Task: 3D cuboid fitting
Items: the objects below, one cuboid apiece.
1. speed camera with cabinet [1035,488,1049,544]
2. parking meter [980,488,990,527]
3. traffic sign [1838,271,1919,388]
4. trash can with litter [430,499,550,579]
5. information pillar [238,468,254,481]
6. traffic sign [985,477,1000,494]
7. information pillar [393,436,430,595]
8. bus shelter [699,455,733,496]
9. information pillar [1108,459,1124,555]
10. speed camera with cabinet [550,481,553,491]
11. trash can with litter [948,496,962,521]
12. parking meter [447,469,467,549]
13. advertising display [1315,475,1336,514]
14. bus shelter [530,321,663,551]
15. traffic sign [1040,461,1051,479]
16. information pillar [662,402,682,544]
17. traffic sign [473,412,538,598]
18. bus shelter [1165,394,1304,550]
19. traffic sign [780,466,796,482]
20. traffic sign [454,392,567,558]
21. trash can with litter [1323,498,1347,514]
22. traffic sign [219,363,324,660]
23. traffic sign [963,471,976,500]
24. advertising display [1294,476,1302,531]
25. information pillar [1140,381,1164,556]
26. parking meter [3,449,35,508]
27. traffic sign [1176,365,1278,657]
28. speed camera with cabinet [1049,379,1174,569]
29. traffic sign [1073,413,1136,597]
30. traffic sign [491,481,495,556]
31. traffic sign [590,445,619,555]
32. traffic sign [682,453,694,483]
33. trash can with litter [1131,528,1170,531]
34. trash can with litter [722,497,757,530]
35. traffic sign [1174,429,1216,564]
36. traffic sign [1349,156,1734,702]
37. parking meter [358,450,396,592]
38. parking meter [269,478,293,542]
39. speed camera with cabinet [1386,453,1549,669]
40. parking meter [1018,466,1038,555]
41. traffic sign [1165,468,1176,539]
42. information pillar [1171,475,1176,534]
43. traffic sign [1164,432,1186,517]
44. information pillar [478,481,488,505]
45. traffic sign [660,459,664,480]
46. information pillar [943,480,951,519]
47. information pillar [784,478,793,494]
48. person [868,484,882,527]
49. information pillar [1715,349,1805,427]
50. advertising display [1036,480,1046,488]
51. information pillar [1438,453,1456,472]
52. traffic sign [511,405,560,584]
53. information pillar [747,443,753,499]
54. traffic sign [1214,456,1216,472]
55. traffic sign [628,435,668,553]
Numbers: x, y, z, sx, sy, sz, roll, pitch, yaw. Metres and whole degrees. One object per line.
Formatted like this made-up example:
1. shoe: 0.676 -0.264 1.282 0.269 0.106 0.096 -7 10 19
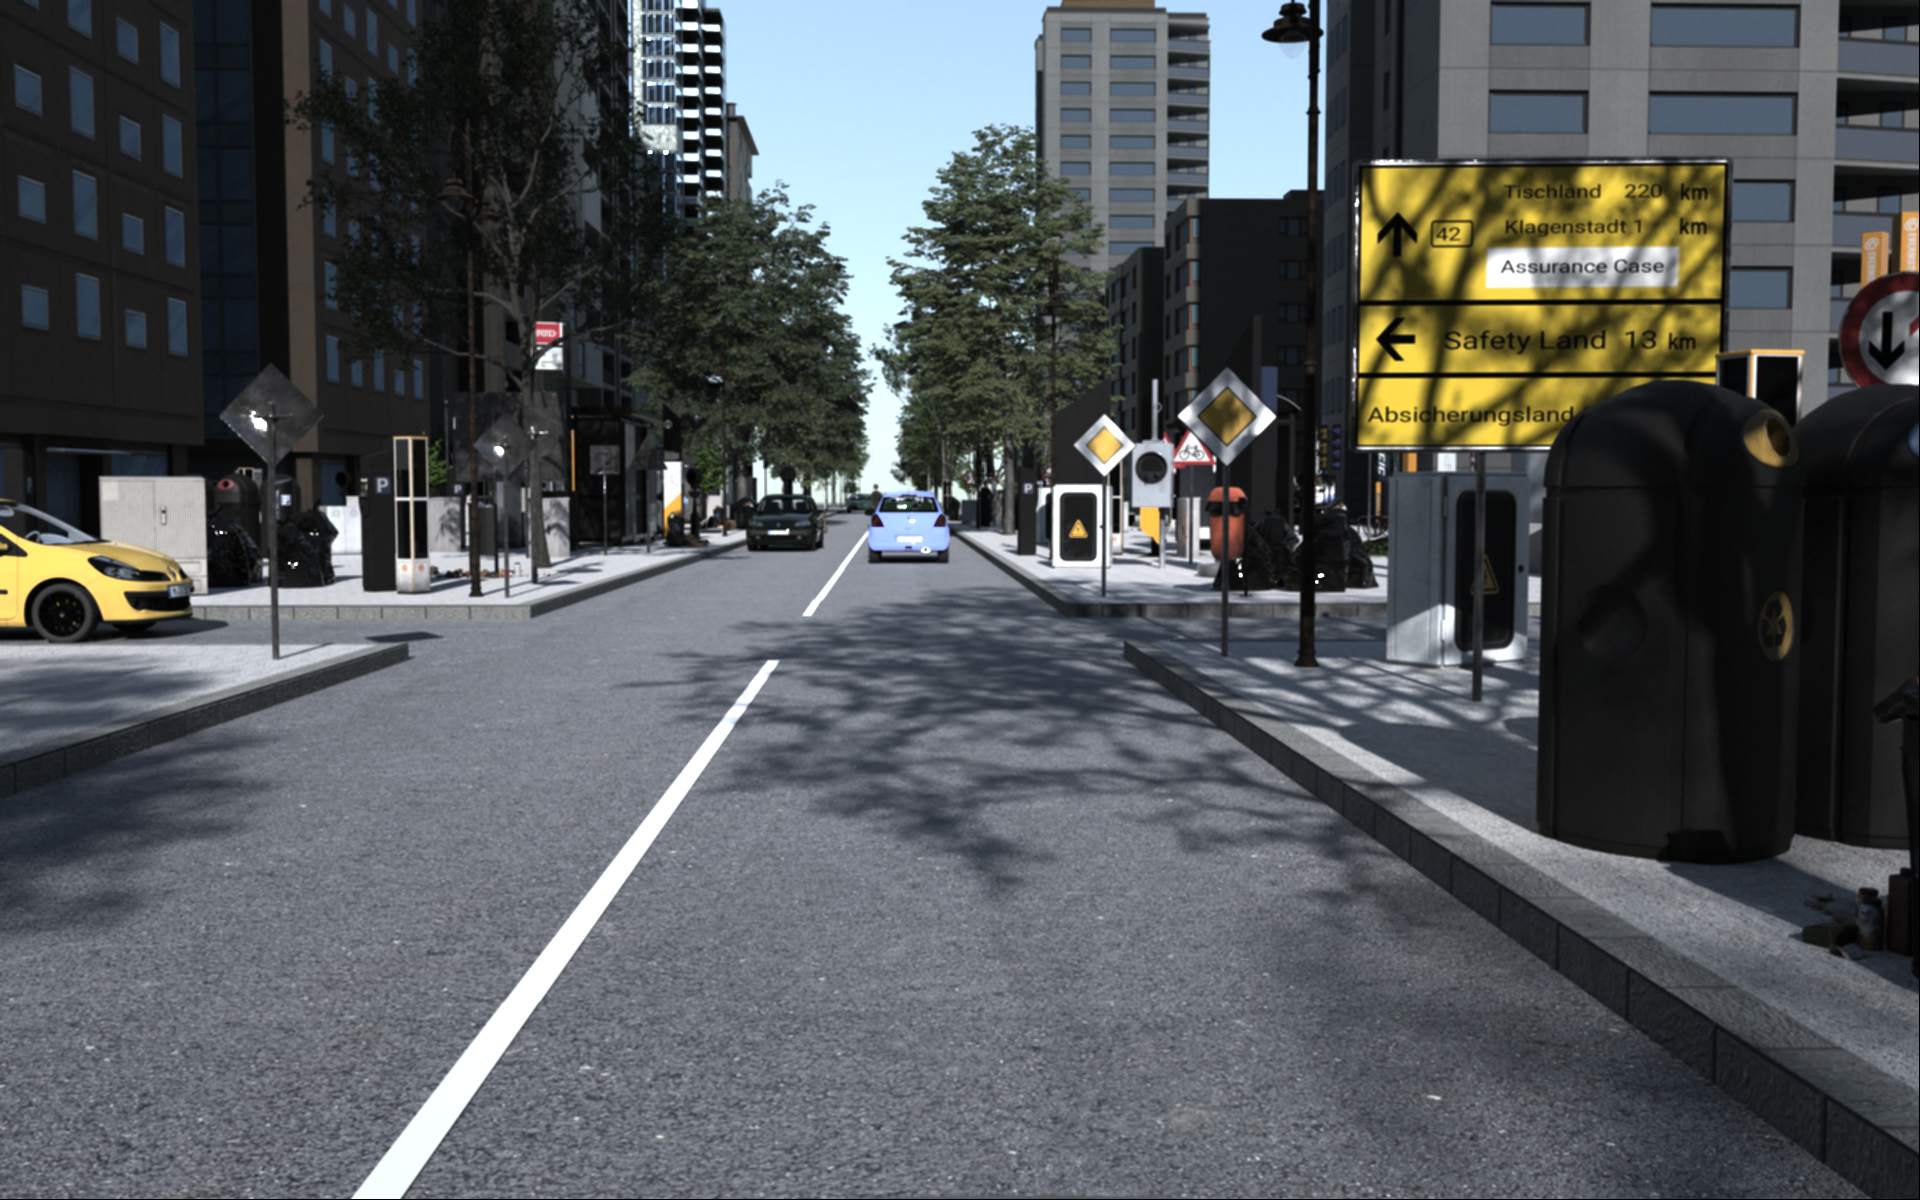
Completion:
1. speed camera with cabinet: 2.792 -3.089 44.839 2.038 3.252 0.660 -2 4 -32
2. parking meter: 0.987 -3.629 67.749 0.372 1.533 0.369 0 3 0
3. traffic sign: 5.414 -0.605 10.006 0.768 2.556 0.104 0 4 1
4. trash can with litter: -7.674 -0.977 27.038 2.233 1.210 1.678 2 4 25
5. information pillar: -19.999 -2.695 48.561 0.304 2.012 0.304 3 4 37
6. traffic sign: 1.681 -5.571 91.094 0.884 2.594 0.081 0 4 7
7. information pillar: -7.029 -1.084 22.220 0.304 2.012 0.304 2 4 28
8. bus shelter: -12.426 -5.595 85.395 2.014 3.302 5.546 0 4 -2
9. information pillar: 3.278 -1.956 36.475 0.304 2.012 0.304 1 4 13
10. speed camera with cabinet: -19.042 -5.302 81.020 2.038 3.252 0.660 3 4 38
11. trash can with litter: -0.063 -4.372 82.869 1.055 1.170 0.624 2 4 32
12. parking meter: -11.855 -2.146 40.806 0.399 1.863 0.255 -3 4 -37
13. advertising display: 11.928 -3.179 57.195 0.974 1.923 0.123 -1 4 -12
14. bus shelter: -8.970 -3.993 42.912 2.179 5.291 8.768 0 4 -2
15. traffic sign: 3.236 -3.692 60.366 0.884 2.594 0.081 0 3 0
16. information pillar: -7.362 -3.238 44.298 0.504 3.616 0.183 1 4 16
17. traffic sign: -5.595 -1.083 21.352 0.795 2.450 0.064 0 4 -2
18. bus shelter: 5.792 -2.627 36.872 2.014 3.302 5.546 0 4 -2
19. traffic sign: -7.834 -4.818 78.886 0.768 2.556 0.104 0 4 5
20. traffic sign: -8.972 -2.489 34.576 2.265 3.308 0.079 0 4 5
21. trash can with litter: 10.900 -2.449 51.433 1.055 1.170 0.624 -1 4 -16
22. traffic sign: -5.303 -0.595 13.373 0.795 2.450 0.064 0 4 -2
23. traffic sign: 0.557 -5.853 95.804 0.768 2.556 0.104 0 4 6
24. advertising display: 11.541 -3.389 60.625 0.123 1.923 0.974 -3 5 -44
25. information pillar: 3.979 -2.718 35.799 0.504 3.616 0.183 0 4 3
26. parking meter: -12.320 -1.040 22.713 0.255 1.863 0.399 -1 4 -11
27. traffic sign: 2.087 -0.610 13.622 0.795 2.450 0.064 0 4 -2
28. speed camera with cabinet: 2.645 -2.174 29.887 2.038 3.252 0.660 1 4 12
29. traffic sign: 1.795 -1.098 21.602 0.795 2.450 0.064 0 4 -2
30. traffic sign: -9.609 -2.179 35.625 0.884 2.594 0.081 0 4 3
31. traffic sign: -7.428 -2.086 36.240 0.606 2.300 0.079 0 4 -1
32. traffic sign: -8.686 -3.304 54.134 0.768 2.556 0.104 0 4 6
33. trash can with litter: 6.894 -3.066 61.191 1.678 1.210 2.233 1 4 21
34. trash can with litter: -8.030 -3.133 62.618 0.624 1.170 1.055 3 5 44
35. traffic sign: 4.238 -1.941 31.738 0.884 2.594 0.081 0 4 2
36. traffic sign: 3.521 -1.023 10.595 2.265 3.308 0.079 0 4 2
37. parking meter: -7.674 -1.046 22.806 0.255 1.863 0.399 3 5 42
38. parking meter: -10.930 -1.192 27.898 0.372 1.533 0.369 0 3 0
39. speed camera with cabinet: 4.210 -1.159 13.291 2.038 3.252 0.660 -2 4 -33
40. parking meter: 1.418 -1.868 36.253 0.399 1.863 0.255 -1 4 -8
41. traffic sign: 5.653 -2.924 47.816 0.884 2.594 0.081 0 4 1
42. information pillar: 7.030 -3.164 56.223 0.304 2.012 0.304 2 4 26
43. traffic sign: 4.262 -2.212 36.167 0.884 2.594 0.081 0 4 4
44. information pillar: -10.314 -2.000 37.198 0.304 2.012 0.304 0 4 -3
45. traffic sign: -8.420 -2.945 50.281 0.606 2.300 0.079 0 4 7
46. information pillar: -0.703 -5.290 90.979 0.304 2.012 0.304 2 4 32
47. information pillar: -7.767 -4.518 78.358 0.304 2.012 0.304 -2 4 -32
48. person: -3.634 -4.017 73.963 0.659 1.850 0.755 -3 4 -38
49. information pillar: 4.123 -0.276 8.997 0.304 2.012 0.304 -1 4 -11
50. advertising display: 4.189 -5.078 88.242 0.123 1.923 0.974 1 4 22
51. information pillar: 7.621 -2.188 27.122 0.183 3.616 0.504 3 5 41
52. traffic sign: -6.087 -1.504 24.705 0.768 2.556 0.104 0 4 5
53. information pillar: -9.632 -5.341 78.674 0.504 3.616 0.183 0 4 -5
54. traffic sign: 5.200 -1.922 33.561 0.606 2.300 0.079 0 4 1
55. traffic sign: -6.823 -2.315 37.861 0.884 2.594 0.081 0 4 7
